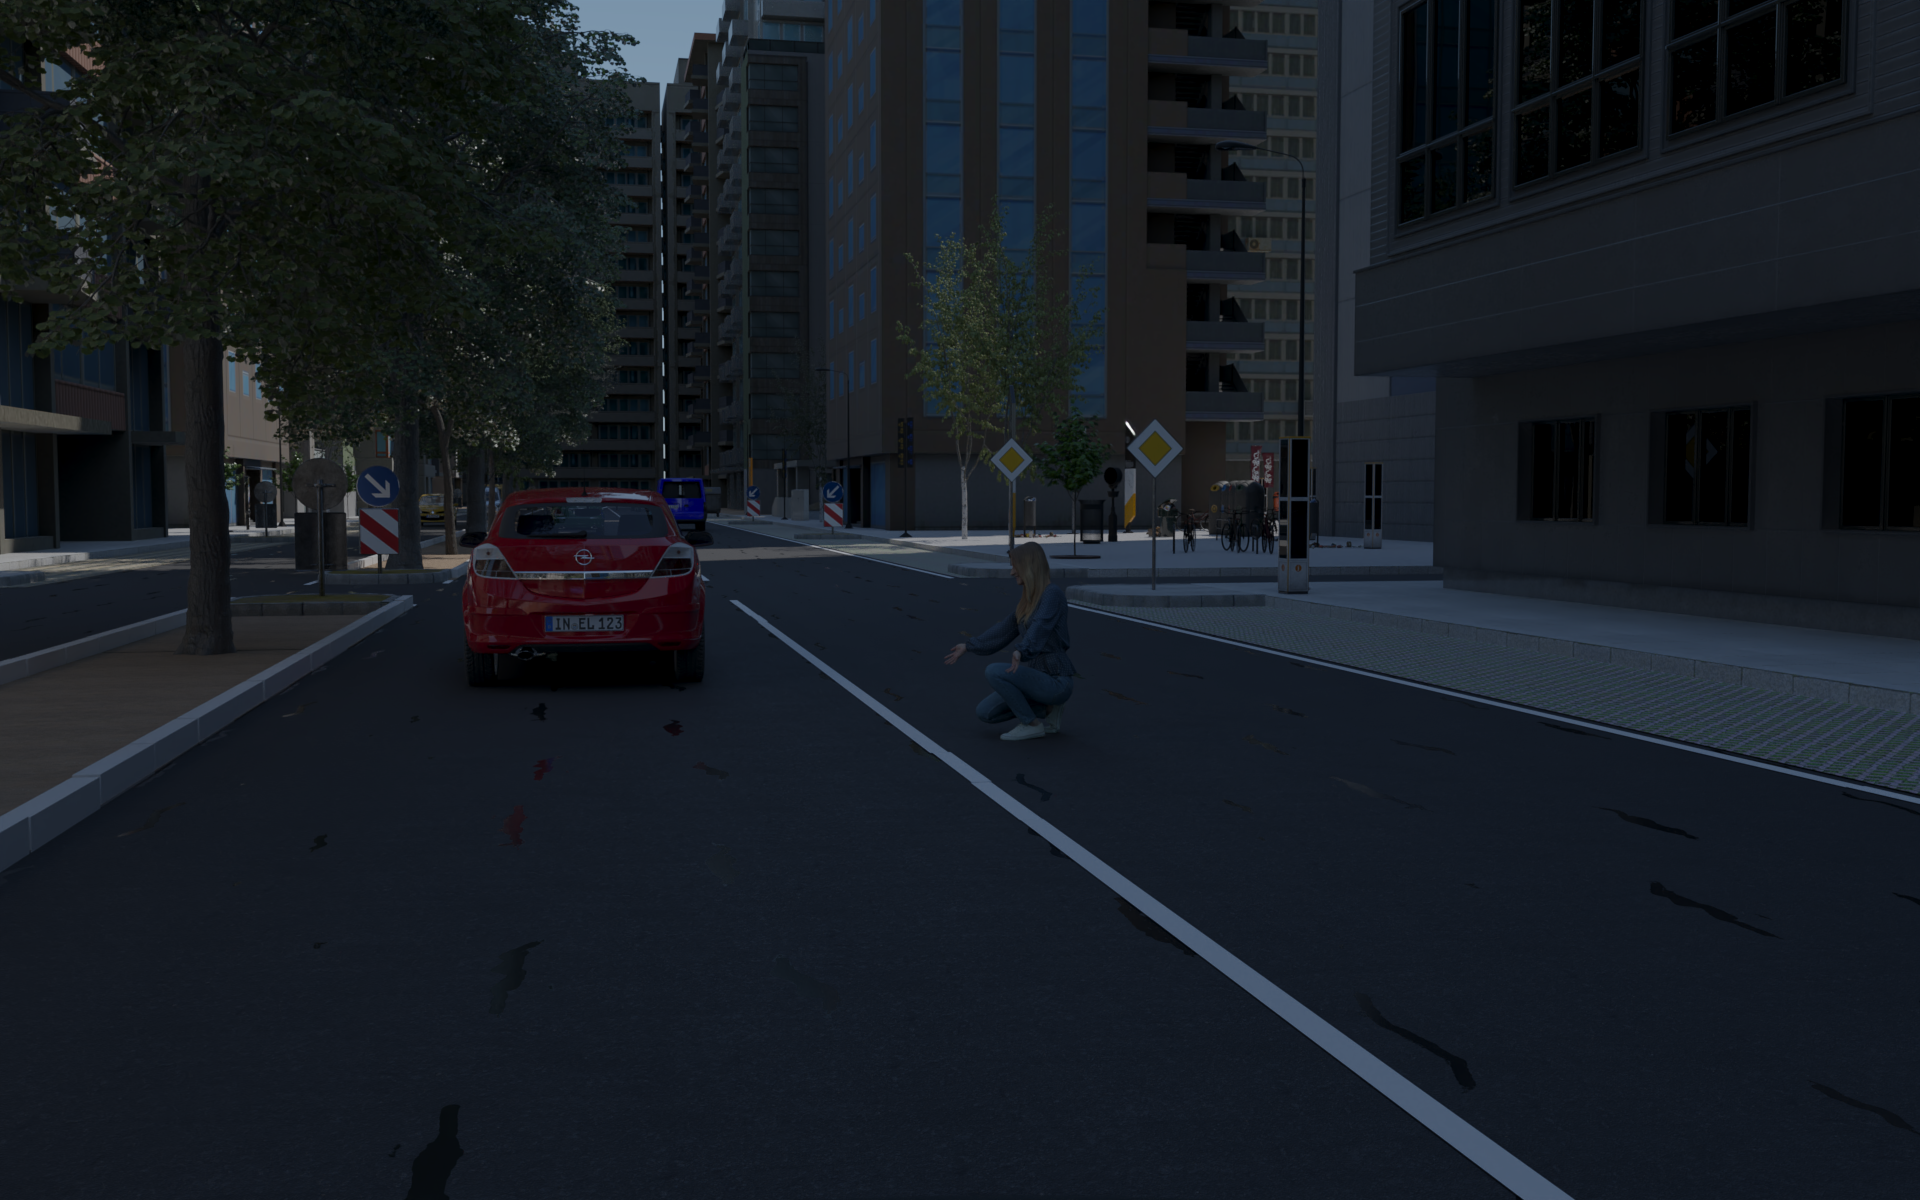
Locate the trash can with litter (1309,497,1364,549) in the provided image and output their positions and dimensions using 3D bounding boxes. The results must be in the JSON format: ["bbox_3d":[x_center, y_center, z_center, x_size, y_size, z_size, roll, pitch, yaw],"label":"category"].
[{"bbox_3d":[8.725,-1.854,41.375,2.233,1.210,1.678,-1,4,-13],"label":"trash can with litter"}]

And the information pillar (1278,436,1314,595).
[{"bbox_3d":[4.284,-1.084,22.214,0.304,2.012,0.304,-1,4,-15],"label":"information pillar"}]

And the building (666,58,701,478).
[{"bbox_3d":[-23.175,-35.145,198.320,21.600,48.544,21.300,-1,4,-12],"label":"building"}]

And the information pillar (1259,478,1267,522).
[{"bbox_3d":[13.895,-4.587,79.496,0.304,2.012,0.304,-1,4,-21],"label":"information pillar"}]

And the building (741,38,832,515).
[{"bbox_3d":[-7.581,-21.000,115.049,14.160,30.474,14.107,-1,4,-12],"label":"building"}]

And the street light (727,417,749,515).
[{"bbox_3d":[-13.350,-8.069,104.471,1.470,5.913,1.316,-1,4,-12],"label":"street light"}]

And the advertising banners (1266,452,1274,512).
[{"bbox_3d":[13.717,-4.690,72.871,2.074,3.025,0.090,0,4,3],"label":"advertising banners"}]

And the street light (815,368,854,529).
[{"bbox_3d":[-4.656,-5.594,64.000,1.470,5.913,1.316,-1,4,-12],"label":"street light"}]

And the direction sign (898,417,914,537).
[{"bbox_3d":[-1.612,-3.637,51.464,0.379,3.537,0.876,-2,4,-32],"label":"direction sign"}]

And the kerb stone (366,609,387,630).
[{"bbox_3d":[-6.249,0.230,18.438,0.120,0.150,1.000,-1,4,-12],"label":"kerb stone"}]

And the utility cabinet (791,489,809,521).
[{"bbox_3d":[-7.678,-4.547,83.029,0.318,1.500,1.173,-2,4,-35],"label":"utility cabinet"}]

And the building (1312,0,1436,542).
[{"bbox_3d":[26.420,-30.845,46.323,28.212,58.520,21.231,-1,4,-12],"label":"building"}]

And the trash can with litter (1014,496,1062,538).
[{"bbox_3d":[2.388,-2.467,51.387,1.678,1.210,2.233,3,5,39],"label":"trash can with litter"}]

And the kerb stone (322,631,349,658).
[{"bbox_3d":[-5.599,0.414,15.429,0.120,0.150,1.000,-1,4,-12],"label":"kerb stone"}]

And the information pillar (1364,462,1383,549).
[{"bbox_3d":[9.644,-2.197,40.415,0.304,2.012,0.304,-2,4,-32],"label":"information pillar"}]

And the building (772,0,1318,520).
[{"bbox_3d":[6.325,-24.684,95.469,32.217,40.220,23.993,-1,4,-12],"label":"building"}]

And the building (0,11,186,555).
[{"bbox_3d":[-31.146,-23.563,39.885,22.147,44.769,28.867,-1,4,-12],"label":"building"}]

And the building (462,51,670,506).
[{"bbox_3d":[-44.416,-34.864,193.721,21.600,48.544,21.300,-1,4,-12],"label":"building"}]

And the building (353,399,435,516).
[{"bbox_3d":[-49.682,-16.318,111.839,27.650,21.520,28.899,-1,4,-12],"label":"building"}]

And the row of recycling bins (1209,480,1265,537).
[{"bbox_3d":[8.552,-2.834,53.453,1.069,1.692,3.534,-1,4,-8],"label":"row of recycling bins"}]

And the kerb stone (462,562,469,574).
[{"bbox_3d":[-8.928,-0.538,30.990,0.120,0.150,1.000,-1,4,-12],"label":"kerb stone"}]

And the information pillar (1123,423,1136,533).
[{"bbox_3d":[5.564,-3.996,56.690,0.183,3.616,0.504,-2,4,-32],"label":"information pillar"}]

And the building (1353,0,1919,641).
[{"bbox_3d":[14.909,-11.643,9.436,14.314,24.678,30.058,-1,4,-12],"label":"building"}]

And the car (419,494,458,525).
[{"bbox_3d":[-23.647,-4.150,78.076,2.015,1.641,3.980,-1,4,-13],"label":"car"}]

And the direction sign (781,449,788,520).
[{"bbox_3d":[-8.774,-5.784,86.564,0.379,3.537,0.876,0,4,6],"label":"direction sign"}]

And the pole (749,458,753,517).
[{"bbox_3d":[-11.788,-6.342,97.538,0.158,3.312,0.155,0,3,0],"label":"pole"}]

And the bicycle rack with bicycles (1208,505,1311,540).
[{"bbox_3d":[8.161,-2.073,47.284,2.852,0.926,2.925,0,4,-1],"label":"bicycle rack with bicycles"}]

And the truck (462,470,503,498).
[{"bbox_3d":[-32.172,-7.528,118.999,3.469,3.379,9.791,-1,4,-13],"label":"truck"}]

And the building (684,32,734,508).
[{"bbox_3d":[-14.921,-31.309,166.523,22.147,44.769,28.867,-1,4,-12],"label":"building"}]

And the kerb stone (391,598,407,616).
[{"bbox_3d":[-6.675,0.116,20.442,0.120,0.150,1.000,-1,4,-12],"label":"kerb stone"}]

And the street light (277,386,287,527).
[{"bbox_3d":[-26.042,-5.827,67.815,1.470,5.913,1.316,-1,4,-12],"label":"street light"}]

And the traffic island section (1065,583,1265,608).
[{"bbox_3d":[2.607,-0.054,23.166,2.009,0.180,2.903,-1,4,-12],"label":"traffic island section"}]

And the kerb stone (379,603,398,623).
[{"bbox_3d":[-6.458,0.173,19.439,0.120,0.150,1.000,-1,4,-12],"label":"kerb stone"}]

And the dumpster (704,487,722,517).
[{"bbox_3d":[-15.695,-6.044,107.037,1.865,1.857,1.264,-1,4,-13],"label":"dumpster"}]

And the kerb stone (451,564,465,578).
[{"bbox_3d":[-8.721,-0.476,29.986,0.120,0.150,1.000,-1,4,-12],"label":"kerb stone"}]

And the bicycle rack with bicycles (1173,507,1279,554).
[{"bbox_3d":[5.727,-1.511,38.089,2.852,0.926,2.925,0,4,8],"label":"bicycle rack with bicycles"}]

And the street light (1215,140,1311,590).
[{"bbox_3d":[4.034,-3.088,23.034,1.470,5.913,1.316,-1,4,-12],"label":"street light"}]

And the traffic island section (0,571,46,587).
[{"bbox_3d":[-15.829,-0.313,27.404,2.009,0.180,2.903,-1,4,-12],"label":"traffic island section"}]

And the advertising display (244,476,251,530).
[{"bbox_3d":[-25.589,-3.486,62.206,0.123,1.923,0.974,-1,4,-19],"label":"advertising display"}]

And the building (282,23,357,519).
[{"bbox_3d":[-40.327,-24.904,90.779,14.154,41.232,14.086,-1,4,-12],"label":"building"}]

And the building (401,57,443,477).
[{"bbox_3d":[-56.263,-33.579,138.261,28.713,52.752,27.495,-1,4,-12],"label":"building"}]

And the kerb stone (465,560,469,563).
[{"bbox_3d":[-9.146,-0.596,31.995,0.120,0.150,1.000,-1,4,-12],"label":"kerb stone"}]

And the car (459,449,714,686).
[{"bbox_3d":[-3.122,-0.336,14.531,2.155,1.783,4.494,-1,4,-11],"label":"car"}]

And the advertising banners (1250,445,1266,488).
[{"bbox_3d":[9.974,-4.016,61.856,2.074,3.025,0.090,-2,4,-30],"label":"advertising banners"}]

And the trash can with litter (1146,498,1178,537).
[{"bbox_3d":[5.991,-2.465,51.685,0.624,1.170,1.055,-3,5,-42],"label":"trash can with litter"}]

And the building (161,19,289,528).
[{"bbox_3d":[-35.715,-25.622,69.038,14.600,45.320,14.200,-1,4,-12],"label":"building"}]

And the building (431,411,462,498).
[{"bbox_3d":[-55.351,-29.531,166.426,14.086,41.232,14.154,-1,4,-12],"label":"building"}]

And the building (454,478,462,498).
[{"bbox_3d":[-67.882,-30.697,193.774,23.993,40.220,32.217,-1,4,-12],"label":"building"}]

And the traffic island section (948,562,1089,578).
[{"bbox_3d":[0.935,-0.532,30.974,2.009,0.180,2.903,-1,4,-12],"label":"traffic island section"}]

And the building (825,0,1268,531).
[{"bbox_3d":[2.572,-25.489,66.856,14.600,45.320,14.200,-1,4,-12],"label":"building"}]

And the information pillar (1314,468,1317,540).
[{"bbox_3d":[9.689,-2.665,48.064,0.304,2.012,0.304,2,4,35],"label":"information pillar"}]

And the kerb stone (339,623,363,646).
[{"bbox_3d":[-5.818,0.356,16.433,0.120,0.150,1.000,-1,4,-12],"label":"kerb stone"}]

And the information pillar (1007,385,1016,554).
[{"bbox_3d":[1.122,-2.800,37.139,0.183,3.616,0.504,0,4,-5],"label":"information pillar"}]

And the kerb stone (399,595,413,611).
[{"bbox_3d":[-6.885,0.046,21.445,0.120,0.150,1.000,-1,4,-12],"label":"kerb stone"}]

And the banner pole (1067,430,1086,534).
[{"bbox_3d":[3.787,-4.013,55.623,0.401,3.779,0.863,3,5,44],"label":"banner pole"}]

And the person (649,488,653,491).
[{"bbox_3d":[-16.020,-4.933,89.998,0.563,1.720,0.643,-2,4,-31],"label":"person"}]

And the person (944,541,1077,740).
[{"bbox_3d":[0.338,0.236,10.138,0.738,1.151,1.012,0,4,-8],"label":"person"}]

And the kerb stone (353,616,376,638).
[{"bbox_3d":[-6.033,0.294,17.432,0.120,0.150,1.000,-1,4,-12],"label":"kerb stone"}]

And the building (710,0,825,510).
[{"bbox_3d":[-7.523,-31.687,137.696,23.786,49.044,30.456,-1,4,-12],"label":"building"}]
